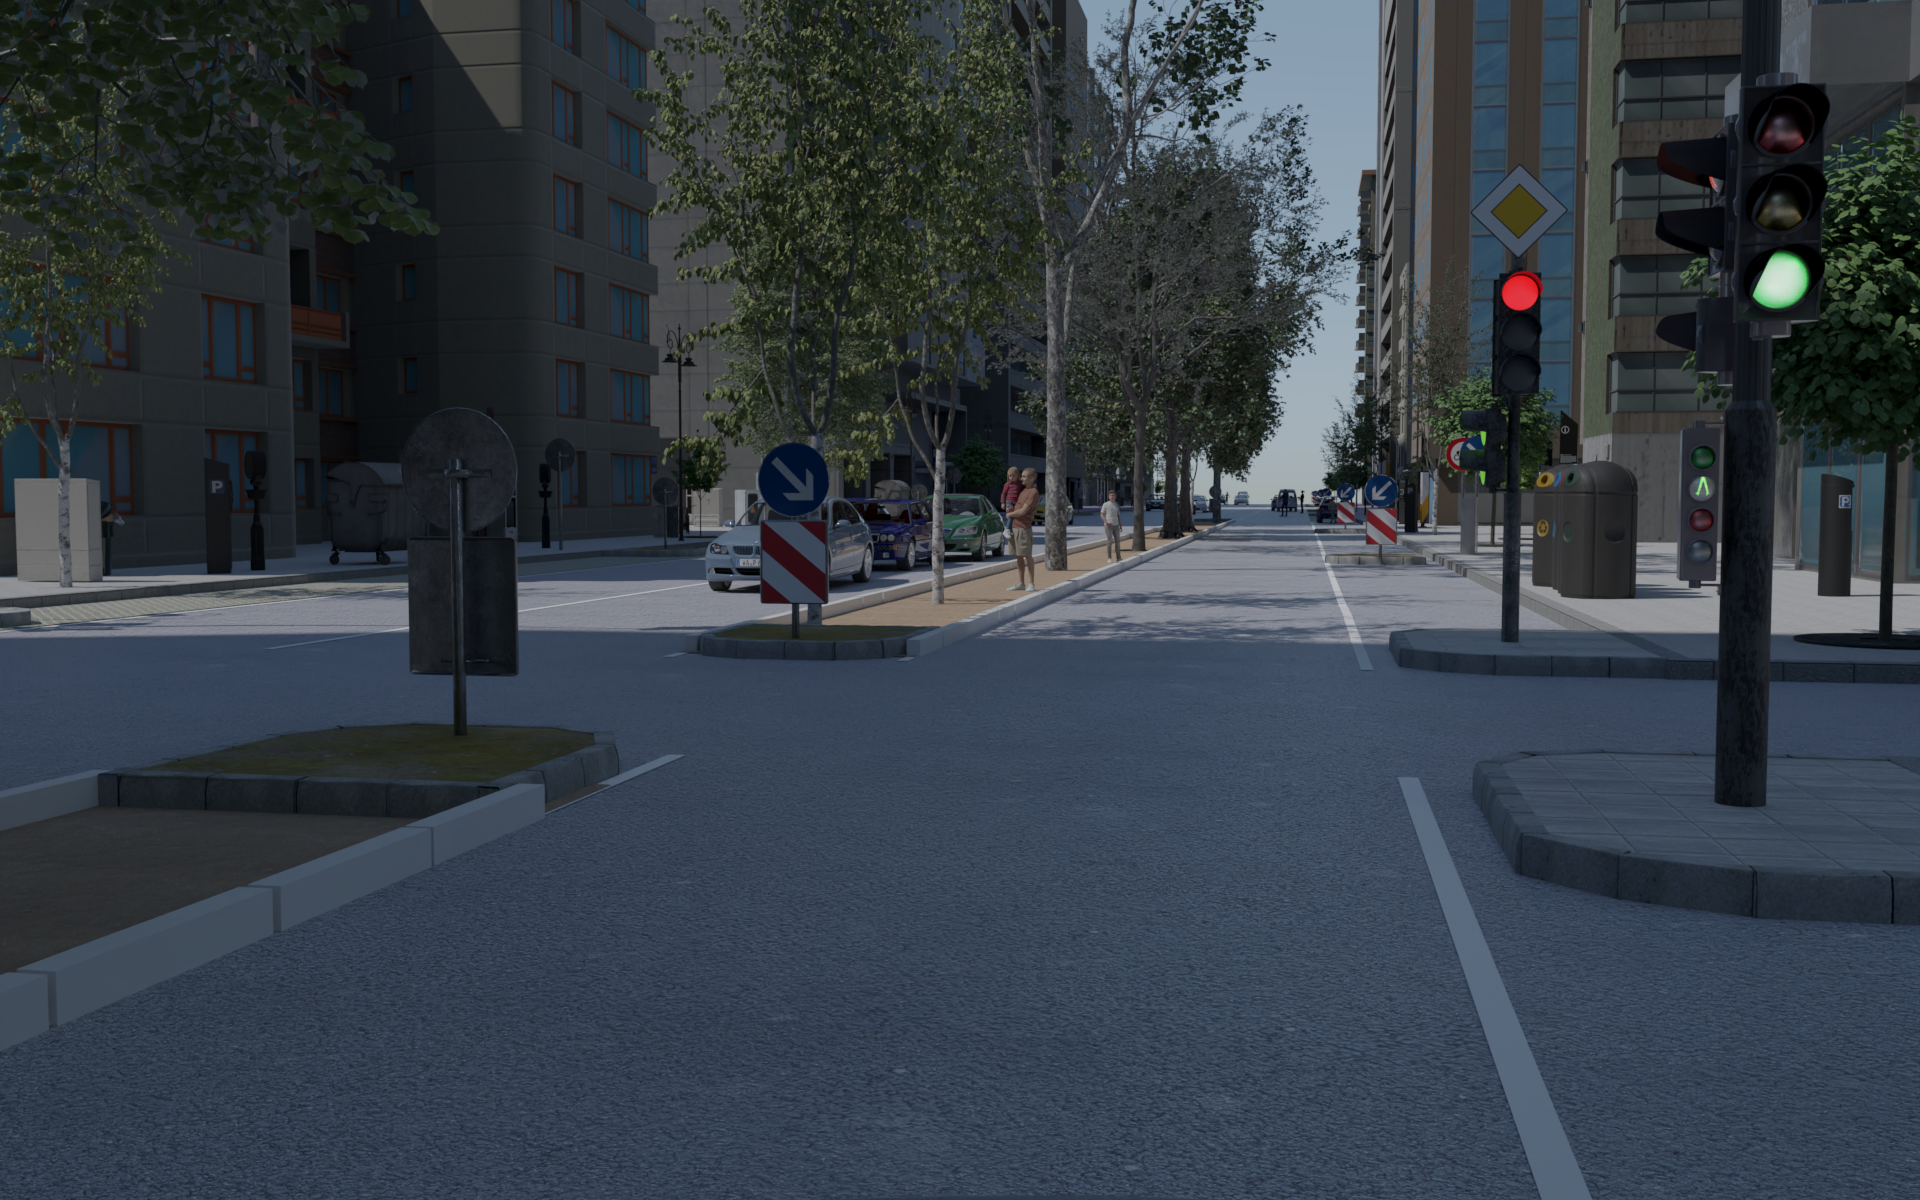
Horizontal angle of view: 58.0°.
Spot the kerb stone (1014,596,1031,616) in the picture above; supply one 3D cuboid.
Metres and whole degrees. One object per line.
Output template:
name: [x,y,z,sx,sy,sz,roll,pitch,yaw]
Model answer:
kerb stone: [0.687,0.089,20.745,0.120,0.150,1.000,1,4,11]

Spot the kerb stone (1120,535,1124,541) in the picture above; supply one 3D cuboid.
kerb stone: [4.770,-1.846,52.375,0.120,0.150,1.000,1,4,11]

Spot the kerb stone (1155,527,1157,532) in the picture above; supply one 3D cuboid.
kerb stone: [7.147,-2.584,64.444,0.120,0.150,1.000,1,4,11]

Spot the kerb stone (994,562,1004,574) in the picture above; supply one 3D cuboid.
kerb stone: [0.613,-0.555,31.276,0.120,0.150,1.000,1,4,11]

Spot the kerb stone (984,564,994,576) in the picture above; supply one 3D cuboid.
kerb stone: [0.412,-0.494,30.274,0.120,0.150,1.000,1,4,11]

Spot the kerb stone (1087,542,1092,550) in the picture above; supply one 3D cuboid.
kerb stone: [3.192,-1.355,44.350,0.120,0.150,1.000,1,4,11]

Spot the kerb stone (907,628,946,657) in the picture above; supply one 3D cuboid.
kerb stone: [-0.313,0.396,15.724,0.120,0.150,1.000,1,4,11]

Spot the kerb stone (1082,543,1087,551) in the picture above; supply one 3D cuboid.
kerb stone: [2.992,-1.294,43.348,0.120,0.150,1.000,1,4,11]

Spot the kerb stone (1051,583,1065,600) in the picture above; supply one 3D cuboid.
kerb stone: [1.273,-0.096,23.762,0.120,0.150,1.000,1,4,11]

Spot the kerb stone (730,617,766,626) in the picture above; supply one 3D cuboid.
kerb stone: [-2.161,0.305,17.215,0.120,0.150,1.000,1,4,11]

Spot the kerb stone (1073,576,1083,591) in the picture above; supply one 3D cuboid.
kerb stone: [1.668,-0.219,25.774,0.120,0.150,1.000,1,4,11]

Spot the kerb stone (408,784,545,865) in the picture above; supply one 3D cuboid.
kerb stone: [-1.991,0.919,7.176,0.120,0.150,1.000,1,4,11]

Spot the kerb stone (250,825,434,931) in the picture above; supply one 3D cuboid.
kerb stone: [-2.186,0.981,6.172,0.120,0.150,1.000,1,4,11]

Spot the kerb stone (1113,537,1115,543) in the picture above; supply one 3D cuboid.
kerb stone: [4.373,-1.723,50.369,0.120,0.150,1.000,1,4,11]

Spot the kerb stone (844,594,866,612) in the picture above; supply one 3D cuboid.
kerb stone: [-1.371,0.065,21.229,0.120,0.150,1.000,1,4,11]

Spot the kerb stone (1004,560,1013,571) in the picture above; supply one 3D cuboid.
kerb stone: [0.807,-0.616,32.281,0.120,0.150,1.000,1,4,11]

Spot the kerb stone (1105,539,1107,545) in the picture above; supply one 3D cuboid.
kerb stone: [3.977,-1.601,48.364,0.120,0.150,1.000,1,4,11]

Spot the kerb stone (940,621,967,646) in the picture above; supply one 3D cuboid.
kerb stone: [-0.114,0.334,16.727,0.120,0.150,1.000,1,4,11]

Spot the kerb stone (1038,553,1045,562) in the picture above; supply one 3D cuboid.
kerb stone: [1.605,-0.861,36.311,0.120,0.150,1.000,1,4,11]

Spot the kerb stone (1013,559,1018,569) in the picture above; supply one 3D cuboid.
kerb stone: [1.009,-0.678,33.292,0.120,0.150,1.000,1,4,11]

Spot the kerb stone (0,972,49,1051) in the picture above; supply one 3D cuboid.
kerb stone: [-2.590,1.104,4.146,0.120,0.150,1.000,1,4,11]

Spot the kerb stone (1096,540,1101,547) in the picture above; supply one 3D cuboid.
kerb stone: [3.582,-1.478,46.358,0.120,0.150,1.000,1,4,11]

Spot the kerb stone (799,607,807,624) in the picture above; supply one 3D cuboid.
kerb stone: [-1.763,0.182,19.222,0.120,0.150,1.000,1,4,11]

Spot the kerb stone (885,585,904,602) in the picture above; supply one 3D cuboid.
kerb stone: [-0.961,-0.064,23.235,0.120,0.150,1.000,1,4,11]

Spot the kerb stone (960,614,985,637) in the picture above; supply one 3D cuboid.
kerb stone: [0.084,0.276,17.730,0.120,0.150,1.000,1,4,11]

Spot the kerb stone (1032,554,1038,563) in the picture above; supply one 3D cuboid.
kerb stone: [1.403,-0.799,35.301,0.120,0.150,1.000,1,4,11]

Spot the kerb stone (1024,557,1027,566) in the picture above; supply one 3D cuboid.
kerb stone: [1.211,-0.740,34.294,0.120,0.150,1.000,1,4,11]

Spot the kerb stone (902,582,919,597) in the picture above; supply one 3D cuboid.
kerb stone: [-0.771,-0.125,24.246,0.120,0.150,1.000,1,4,11]

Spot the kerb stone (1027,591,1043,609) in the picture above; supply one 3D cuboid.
kerb stone: [0.873,0.027,21.750,0.120,0.150,1.000,1,4,11]

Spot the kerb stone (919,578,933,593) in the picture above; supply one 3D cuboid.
kerb stone: [-0.578,-0.186,25.249,0.120,0.150,1.000,1,4,11]

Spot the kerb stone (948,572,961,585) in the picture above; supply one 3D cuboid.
kerb stone: [-0.183,-0.308,27.265,0.120,0.150,1.000,1,4,11]

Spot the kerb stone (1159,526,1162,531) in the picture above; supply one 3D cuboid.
kerb stone: [7.538,-2.707,66.451,0.120,0.150,1.000,1,4,11]

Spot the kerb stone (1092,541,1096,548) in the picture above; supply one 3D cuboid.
kerb stone: [3.389,-1.414,45.353,0.120,0.150,1.000,1,4,11]

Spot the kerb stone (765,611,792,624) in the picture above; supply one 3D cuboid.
kerb stone: [-1.961,0.245,18.217,0.120,0.150,1.000,1,4,11]

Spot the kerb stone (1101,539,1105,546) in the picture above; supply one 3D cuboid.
kerb stone: [3.785,-1.535,47.360,0.120,0.150,1.000,1,4,11]

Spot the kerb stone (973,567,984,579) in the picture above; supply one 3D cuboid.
kerb stone: [0.220,-0.433,29.269,0.120,0.150,1.000,1,4,11]

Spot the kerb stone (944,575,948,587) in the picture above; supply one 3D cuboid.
kerb stone: [-0.372,-0.248,26.250,0.120,0.150,1.000,1,4,11]

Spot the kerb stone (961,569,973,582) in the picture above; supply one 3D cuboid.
kerb stone: [0.015,-0.371,28.267,0.120,0.150,1.000,1,4,11]

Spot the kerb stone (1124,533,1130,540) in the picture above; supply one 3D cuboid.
kerb stone: [5.166,-1.969,54.395,0.120,0.150,1.000,1,4,11]

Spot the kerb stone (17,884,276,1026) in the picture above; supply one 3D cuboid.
kerb stone: [-2.391,1.042,5.158,0.120,0.150,1.000,1,4,11]

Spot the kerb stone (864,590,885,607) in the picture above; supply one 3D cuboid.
kerb stone: [-1.172,-0.002,22.231,0.120,0.150,1.000,1,4,11]

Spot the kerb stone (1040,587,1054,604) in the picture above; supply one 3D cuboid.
kerb stone: [1.073,-0.034,22.752,0.120,0.150,1.000,1,4,11]

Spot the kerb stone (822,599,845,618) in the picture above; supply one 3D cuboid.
kerb stone: [-1.557,0.125,20.224,0.120,0.150,1.000,1,4,11]

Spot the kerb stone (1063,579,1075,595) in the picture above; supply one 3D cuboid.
kerb stone: [1.481,-0.157,24.769,0.120,0.150,1.000,1,4,11]

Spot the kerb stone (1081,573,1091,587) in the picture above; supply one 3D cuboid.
kerb stone: [1.869,-0.275,26.786,0.120,0.150,1.000,1,4,11]

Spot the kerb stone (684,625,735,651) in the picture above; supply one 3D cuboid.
kerb stone: [-2.351,0.368,16.211,0.120,0.150,1.000,1,4,11]

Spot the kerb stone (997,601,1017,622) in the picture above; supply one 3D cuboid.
kerb stone: [0.482,0.150,19.743,0.120,0.150,1.000,1,4,11]

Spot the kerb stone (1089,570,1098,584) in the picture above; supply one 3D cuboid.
kerb stone: [2.058,-0.341,27.790,0.120,0.150,1.000,1,4,11]

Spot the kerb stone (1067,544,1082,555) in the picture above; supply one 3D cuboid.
kerb stone: [2.793,-1.232,42.344,0.120,0.150,1.000,1,4,11]

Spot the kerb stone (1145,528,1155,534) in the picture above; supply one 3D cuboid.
kerb stone: [6.949,-2.523,63.442,0.120,0.150,1.000,1,4,11]

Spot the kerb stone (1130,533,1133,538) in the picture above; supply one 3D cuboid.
kerb stone: [5.368,-2.031,55.398,0.120,0.150,1.000,1,4,11]

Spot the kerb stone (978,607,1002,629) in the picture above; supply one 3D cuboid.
kerb stone: [0.278,0.212,18.733,0.120,0.150,1.000,1,4,11]

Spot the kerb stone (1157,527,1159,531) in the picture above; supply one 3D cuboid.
kerb stone: [7.341,-2.645,65.448,0.120,0.150,1.000,1,4,11]
